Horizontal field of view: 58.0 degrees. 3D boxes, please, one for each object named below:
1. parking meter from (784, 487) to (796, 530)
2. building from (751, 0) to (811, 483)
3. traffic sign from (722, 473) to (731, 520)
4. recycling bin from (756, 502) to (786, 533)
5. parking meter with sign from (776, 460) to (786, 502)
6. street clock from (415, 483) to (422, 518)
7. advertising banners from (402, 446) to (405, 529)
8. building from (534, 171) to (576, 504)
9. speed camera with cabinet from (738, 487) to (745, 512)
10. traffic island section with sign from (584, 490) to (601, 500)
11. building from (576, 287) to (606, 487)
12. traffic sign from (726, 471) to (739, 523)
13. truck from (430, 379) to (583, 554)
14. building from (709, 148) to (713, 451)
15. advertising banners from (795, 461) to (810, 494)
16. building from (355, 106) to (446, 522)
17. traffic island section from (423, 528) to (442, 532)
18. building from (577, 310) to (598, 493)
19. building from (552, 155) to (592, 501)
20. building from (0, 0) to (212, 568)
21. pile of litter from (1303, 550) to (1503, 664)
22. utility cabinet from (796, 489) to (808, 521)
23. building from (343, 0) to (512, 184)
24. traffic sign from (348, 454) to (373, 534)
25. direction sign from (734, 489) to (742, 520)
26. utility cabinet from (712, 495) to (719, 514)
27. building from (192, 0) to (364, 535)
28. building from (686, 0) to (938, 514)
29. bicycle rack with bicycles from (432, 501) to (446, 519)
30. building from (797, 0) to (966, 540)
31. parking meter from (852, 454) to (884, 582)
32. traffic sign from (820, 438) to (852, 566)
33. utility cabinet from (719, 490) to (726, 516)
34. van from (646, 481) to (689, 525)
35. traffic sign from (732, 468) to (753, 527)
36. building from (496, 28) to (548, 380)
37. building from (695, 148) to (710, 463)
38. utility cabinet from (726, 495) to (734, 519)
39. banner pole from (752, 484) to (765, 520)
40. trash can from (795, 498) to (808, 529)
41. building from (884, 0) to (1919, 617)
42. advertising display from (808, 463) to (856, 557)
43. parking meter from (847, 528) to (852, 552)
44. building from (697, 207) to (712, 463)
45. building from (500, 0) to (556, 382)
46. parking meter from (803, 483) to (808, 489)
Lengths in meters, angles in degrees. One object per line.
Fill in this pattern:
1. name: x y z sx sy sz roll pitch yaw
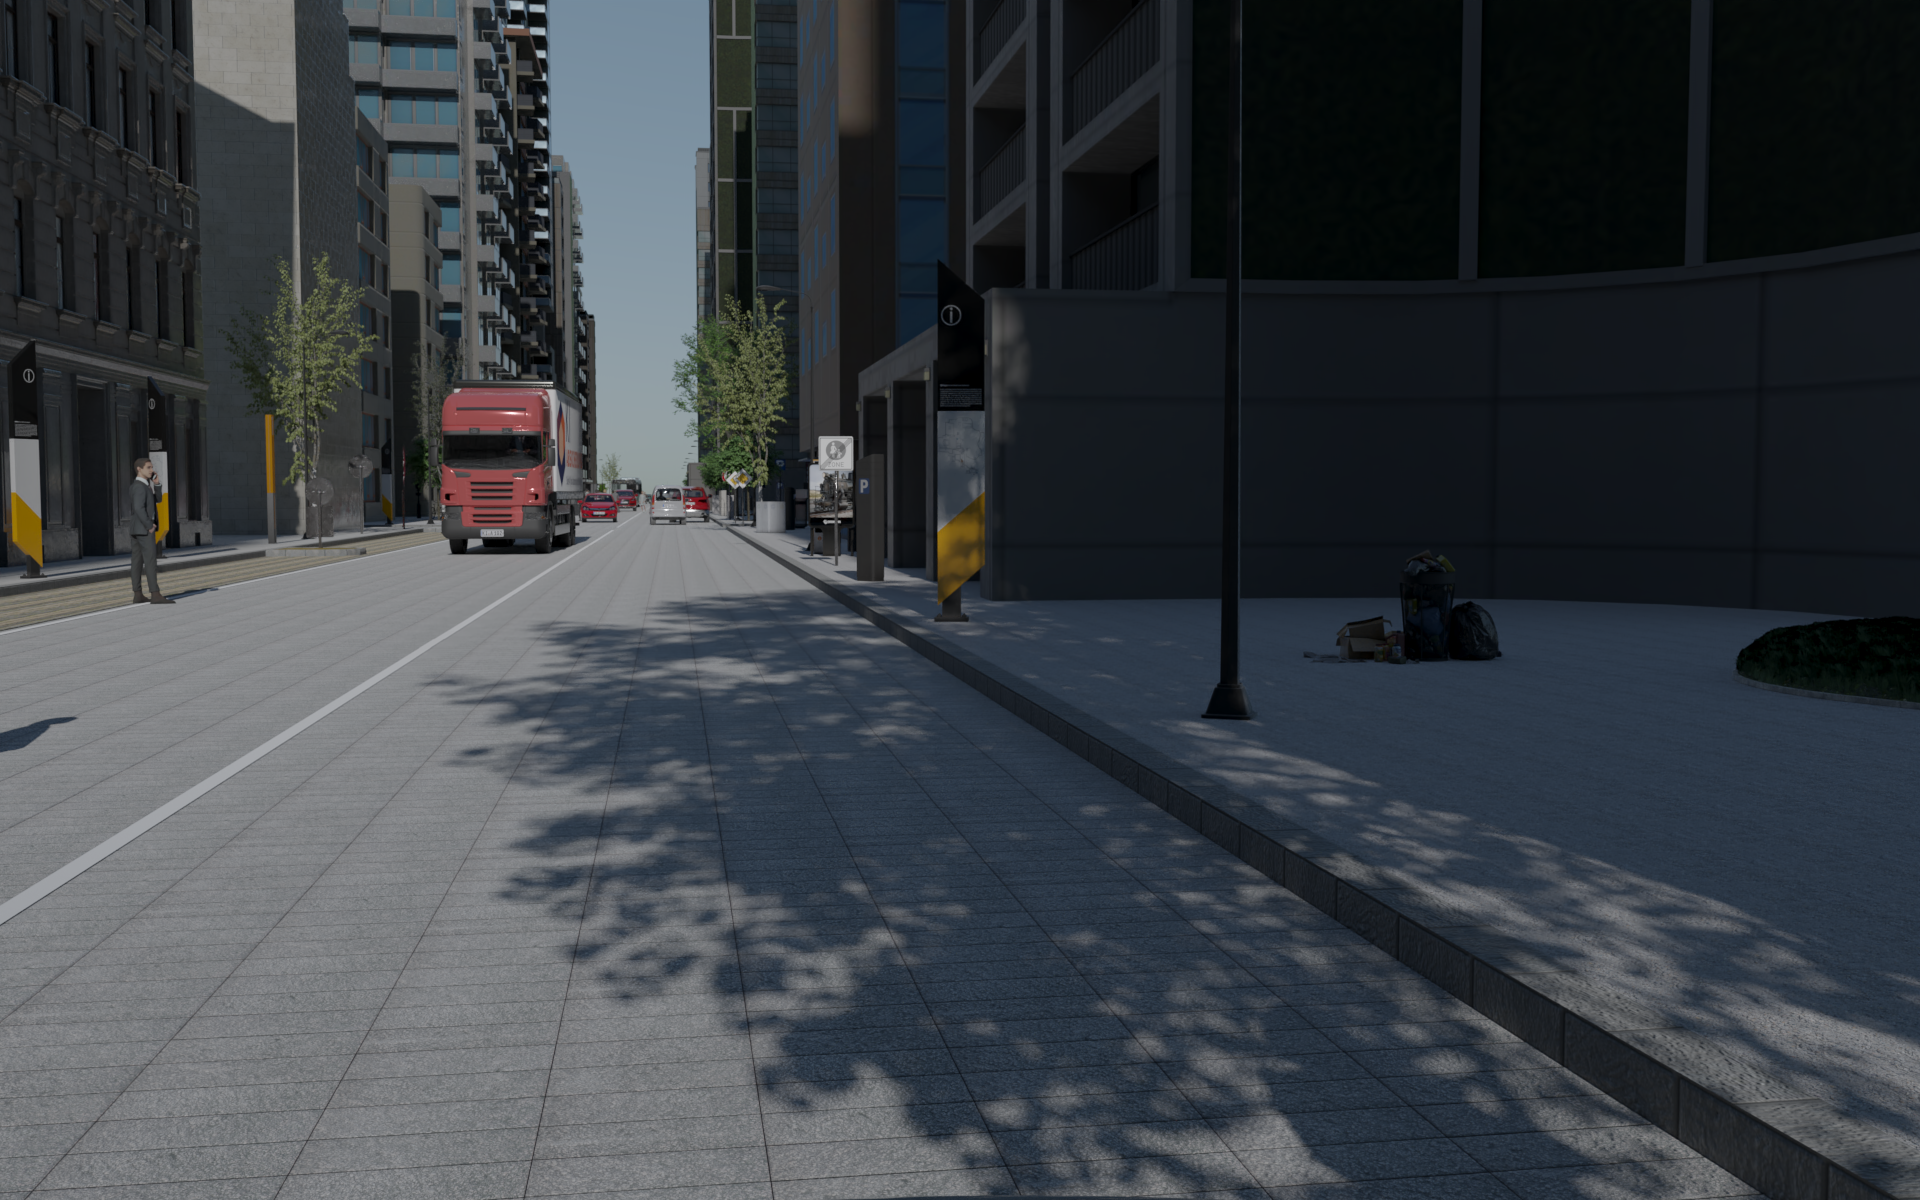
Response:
1. parking meter: -6.070 -3.262 61.750 0.372 1.533 0.369 0 3 0
2. building: -6.727 -26.344 114.323 14.154 41.232 14.086 -1 4 -9
3. traffic sign: -11.424 -5.252 85.981 0.768 2.556 0.104 0 4 -5
4. recycling bin: -6.255 -2.737 57.297 0.722 1.027 0.722 -3 5 -43
5. parking meter with sign: -9.176 -5.644 88.537 0.543 3.016 1.738 0 4 -5
6. street clock: -28.517 -5.300 91.225 0.358 2.002 0.471 -2 4 -30
7. advertising banners: -20.364 -4.109 63.369 0.090 3.025 2.074 -1 4 -20
8. building: -54.898 -32.353 212.565 14.154 41.232 14.086 -1 4 -9
9. speed camera with cabinet: -15.439 -7.766 121.308 0.660 3.252 2.038 0 4 -4
10. traffic island section with sign: -37.067 -10.025 172.539 1.989 1.847 2.006 -1 4 -9
11. building: -74.885 -36.203 283.806 32.217 40.220 23.993 -1 4 -9
12. traffic sign: -9.824 -4.409 75.725 0.795 2.450 0.064 -1 4 -9
13. truck: -11.463 -3.419 44.810 2.839 4.237 11.283 0 4 -8
14. building: -19.849 -36.112 214.133 21.300 48.544 21.600 -1 4 -9
15. advertising banners: -8.483 -5.849 91.811 0.090 3.025 2.074 2 4 33
16. building: -42.824 -14.950 89.466 27.650 21.520 28.899 -1 4 -9
17. traffic island section: -19.279 -2.682 66.138 2.009 0.180 2.903 -1 4 -9
18. building: -63.454 -30.277 266.730 14.160 30.474 14.107 -1 4 -9
19. building: -64.463 -38.155 243.448 23.786 49.044 30.456 -1 4 -9
20. building: -22.036 -11.279 33.556 9.793 20.994 18.267 -1 4 -9
21. pile of litter: 3.489 0.023 13.594 1.719 0.858 1.176 0 4 -3
22. utility cabinet: -7.363 -4.481 81.949 0.318 1.500 1.173 -2 4 -32
23. building: -44.758 -30.998 126.430 23.786 49.044 30.456 -1 4 -9
24. traffic sign: -19.247 -3.397 55.641 0.768 2.556 0.104 0 4 -8
25. direction sign: -10.945 -5.706 85.290 0.379 3.537 0.876 -2 4 -35
26. utility cabinet: -15.839 -6.303 114.216 1.020 1.237 0.306 0 4 -7
27. building: -29.739 -12.411 57.674 16.860 20.320 10.420 -1 4 -9
28. building: -11.683 -42.812 138.234 20.563 71.187 20.611 -1 4 -9
29. bicycle rack with bicycles: -25.646 -4.608 88.726 2.852 0.926 2.925 -2 4 -31
30. building: 2.520 -24.573 51.888 14.600 45.320 14.200 -1 4 -9
31. parking meter: -1.327 -1.211 25.503 0.399 1.863 0.255 3 5 44
32. traffic sign: -2.207 -1.758 30.866 0.606 2.300 0.079 0 4 -1
33. utility cabinet: -13.981 -5.706 101.964 0.318 1.500 1.173 -1 4 -14
34. van: -13.749 -4.553 81.453 2.013 2.044 4.112 -1 4 -11
35. traffic sign: -8.508 -3.927 67.848 0.795 2.450 0.064 -1 4 -9
36. building: -49.995 -30.894 159.743 22.147 44.769 28.867 -1 4 -9
37. building: -34.148 -46.025 294.505 21.231 58.520 28.212 -1 4 -9
38. utility cabinet: -12.006 -4.849 90.445 0.306 1.237 1.020 -1 4 -13
39. banner pole: -9.915 -5.833 85.379 0.863 3.779 0.401 -3 5 -43
40. trash can: -5.996 -3.231 64.485 0.748 1.137 0.748 0 3 0
41. building: 9.700 -35.869 24.710 20.563 71.187 20.611 -1 4 -9
42. advertising display: -2.637 -1.859 35.615 0.974 1.923 0.123 1 4 9
43. parking meter: -2.367 -2.010 38.570 0.255 1.863 0.399 -1 4 -10
44. building: -30.648 -34.599 249.287 14.154 41.232 14.086 -1 4 -9
45. building: -54.604 -53.536 187.992 22.319 86.520 31.000 -1 4 -9
46. parking meter: -7.834 -5.033 87.997 0.255 1.863 0.399 0 4 -8
